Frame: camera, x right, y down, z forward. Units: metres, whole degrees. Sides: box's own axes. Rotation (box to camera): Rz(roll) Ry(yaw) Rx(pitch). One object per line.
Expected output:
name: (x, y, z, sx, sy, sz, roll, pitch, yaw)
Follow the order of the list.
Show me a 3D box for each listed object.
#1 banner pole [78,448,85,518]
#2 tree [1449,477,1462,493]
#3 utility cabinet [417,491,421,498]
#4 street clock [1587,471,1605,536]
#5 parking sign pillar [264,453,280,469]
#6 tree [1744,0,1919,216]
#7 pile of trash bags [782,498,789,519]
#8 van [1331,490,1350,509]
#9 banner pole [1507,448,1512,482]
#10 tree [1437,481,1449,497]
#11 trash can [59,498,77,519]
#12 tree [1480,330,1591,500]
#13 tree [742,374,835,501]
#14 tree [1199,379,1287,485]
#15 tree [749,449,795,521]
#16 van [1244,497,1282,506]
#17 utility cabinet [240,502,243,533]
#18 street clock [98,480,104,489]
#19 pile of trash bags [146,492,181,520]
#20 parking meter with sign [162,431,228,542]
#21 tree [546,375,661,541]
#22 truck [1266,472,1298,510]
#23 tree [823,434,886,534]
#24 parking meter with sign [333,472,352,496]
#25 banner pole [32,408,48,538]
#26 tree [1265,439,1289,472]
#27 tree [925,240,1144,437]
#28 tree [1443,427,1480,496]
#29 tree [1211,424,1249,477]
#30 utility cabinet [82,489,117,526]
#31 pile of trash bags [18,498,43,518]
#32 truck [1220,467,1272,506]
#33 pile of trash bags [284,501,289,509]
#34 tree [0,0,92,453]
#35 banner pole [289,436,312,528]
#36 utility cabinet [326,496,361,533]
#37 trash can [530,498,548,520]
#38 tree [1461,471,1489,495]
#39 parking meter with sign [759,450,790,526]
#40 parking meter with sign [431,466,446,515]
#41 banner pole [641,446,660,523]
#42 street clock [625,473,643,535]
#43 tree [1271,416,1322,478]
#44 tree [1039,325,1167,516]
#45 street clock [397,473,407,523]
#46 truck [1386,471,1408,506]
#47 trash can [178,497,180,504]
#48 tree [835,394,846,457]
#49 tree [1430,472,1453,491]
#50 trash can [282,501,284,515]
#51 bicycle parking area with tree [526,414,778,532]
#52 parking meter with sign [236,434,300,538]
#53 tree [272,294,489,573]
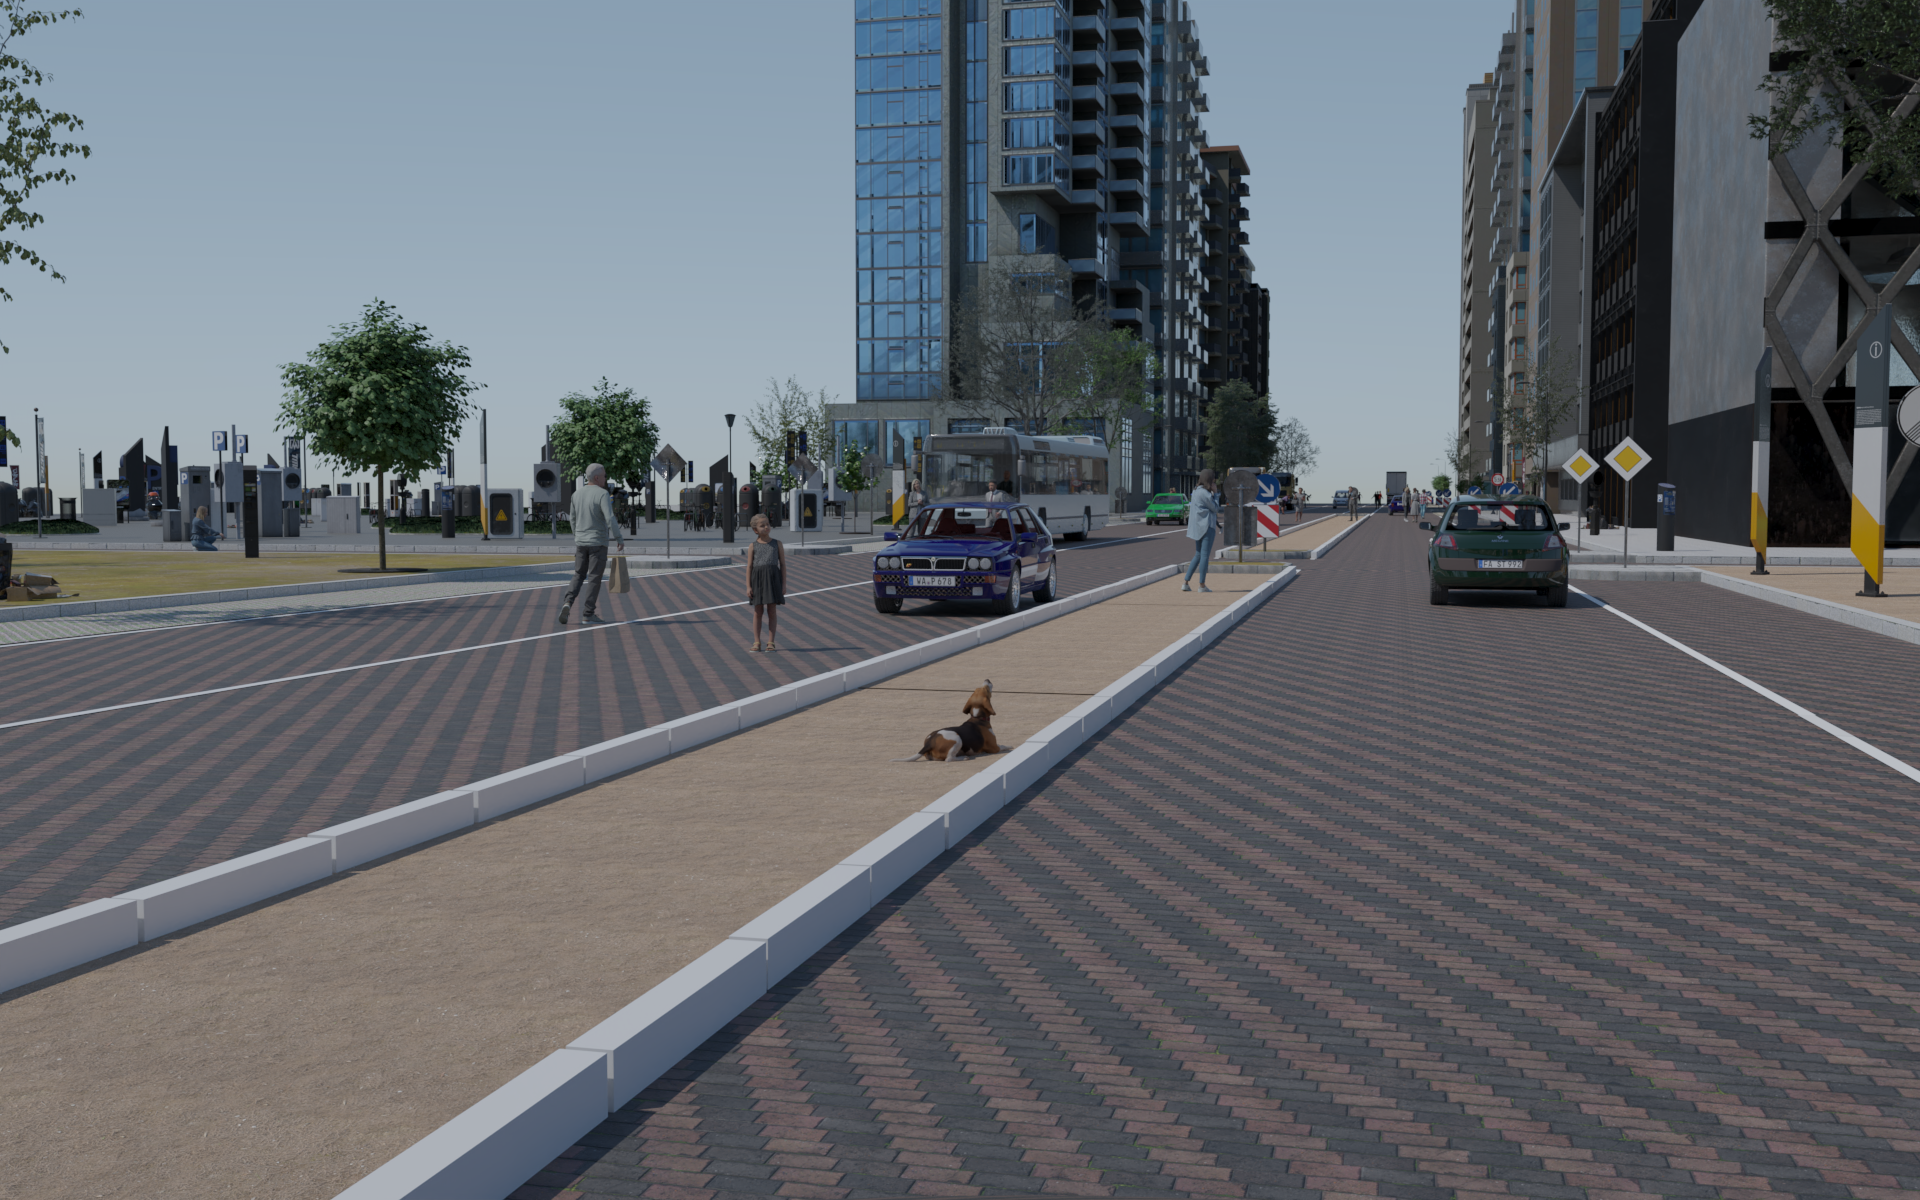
banner pole: (-47.672, -6.365, 94.077, 0.863, 3.779, 0.401, 3, 5, 44)
tree: (51.845, -11.248, 178.503, 1.663, 3.219, 1.824, 0, 3, 0)
utility cabinet: (-38.614, -7.080, 124.433, 0.318, 1.500, 1.173, -3, 5, -41)
street clock: (20.109, -3.069, 54.745, 0.471, 2.002, 0.358, -1, 4, -20)
parking sign pillar: (-45.352, -7.691, 114.216, 1.447, 3.967, 1.447, 3, 4, 38)
tree: (10.439, -4.882, 14.235, 7.601, 10.594, 8.767, -3, 5, -43)
pile of trash bags: (-8.678, -4.789, 88.055, 1.912, 1.369, 3.447, 1, 4, 22)
van: (37.545, -9.978, 170.158, 2.013, 2.044, 4.112, 1, 4, 15)
banner pole: (29.875, -6.378, 94.291, 0.401, 3.779, 0.863, 2, 4, 33)
tree: (68.205, -15.329, 245.230, 1.663, 3.219, 1.824, 0, 3, 0)
trash can: (-37.004, -3.681, 71.846, 0.748, 1.137, 0.748, 0, 3, 0)
tree: (25.805, -7.765, 77.326, 4.360, 8.622, 3.978, 0, 3, 0)
tree: (-10.846, -9.489, 105.514, 4.737, 8.622, 4.395, 0, 3, 0)
tree: (30.622, -17.231, 188.384, 9.857, 13.997, 8.962, 0, 3, 0)
tree: (-8.315, -4.890, 74.548, 1.663, 3.219, 1.824, 0, 3, 0)
van: (13.877, -4.464, 80.004, 2.013, 2.044, 4.112, 1, 4, 12)
utility cabinet: (-22.951, -2.922, 56.452, 1.173, 1.500, 0.318, 0, 4, 2)
street clock: (-45.084, -5.285, 90.982, 0.358, 2.002, 0.471, -1, 4, -20)
pile of trash bags: (-40.163, -4.755, 87.494, 3.447, 1.369, 1.912, 3, 5, 42)
parking meter with sign: (-20.867, -3.116, 47.205, 0.543, 3.016, 1.738, 2, 4, 31)
tree: (-9.809, -3.935, 48.052, 4.285, 4.588, 4.351, 0, 3, 0)
truck: (28.740, -9.783, 155.868, 3.469, 3.379, 9.791, 1, 4, 12)
tree: (-3.456, -3.726, 55.525, 1.663, 3.219, 1.824, 0, 3, 0)
parking meter with sign: (-42.295, -7.532, 119.407, 1.738, 3.016, 0.543, -1, 4, -22)
banner pole: (-26.547, -3.670, 50.018, 0.863, 3.779, 0.401, 3, 5, 45)
tree: (40.215, -16.715, 223.653, 4.737, 8.622, 4.395, 0, 3, 0)
tree: (3.584, -10.588, 83.485, 12.009, 13.543, 11.850, 0, 3, 0)
tree: (55.143, -14.684, 190.438, 4.360, 8.622, 3.978, 0, 3, 0)
tree: (28.208, -14.042, 179.941, 4.360, 8.622, 3.978, 0, 3, 0)
utility cabinet: (-34.302, -3.693, 69.057, 1.173, 1.500, 0.318, -1, 4, -13)
pile of trash bags: (-51.576, -5.123, 93.520, 1.912, 1.369, 3.447, 2, 4, 30)
truck: (21.229, -8.032, 127.254, 3.469, 3.379, 9.791, 1, 4, 14)
pile of trash bags: (-36.731, -5.110, 93.308, 3.447, 1.369, 1.912, 2, 4, 31)
tree: (-11.642, -4.211, 19.207, 4.737, 8.622, 4.395, 0, 3, 0)
banner pole: (-25.124, -4.639, 65.870, 0.863, 3.779, 0.401, 0, 4, 5)
utility cabinet: (-20.139, -2.777, 56.571, 1.020, 1.237, 0.306, 0, 4, 6)
trash can: (-15.725, -3.253, 64.835, 0.748, 1.137, 0.748, 0, 3, 0)
tree: (40.467, -8.591, 135.066, 1.663, 3.219, 1.824, 0, 3, 0)
parking meter with sign: (-7.554, -4.493, 69.725, 1.738, 3.016, 0.543, 2, 4, 28)
parking meter with sign: (-31.813, -6.689, 105.625, 0.543, 3.016, 1.738, 0, 4, -2)
banner pole: (-13.967, -5.375, 77.893, 0.863, 3.779, 0.401, -1, 4, -14)
street clock: (-10.189, -3.023, 53.992, 0.471, 2.002, 0.358, -1, 4, -8)
tree: (51.327, -21.986, 269.834, 12.009, 13.543, 11.850, 0, 3, 0)
tree: (8.578, -10.866, 103.419, 9.928, 11.665, 9.643, 0, 3, 0)
street clock: (-19.533, -3.432, 60.688, 0.358, 2.002, 0.471, -2, 4, -34)
truck: (55.223, -14.075, 219.046, 2.839, 4.237, 11.283, 1, 4, 15)
trash can: (-45.085, -5.361, 99.309, 0.748, 1.137, 0.748, 0, 3, 0)
tree: (-9.851, -10.259, 118.098, 4.737, 8.622, 4.395, 0, 3, 0)
tree: (71.149, -16.634, 255.677, 4.285, 4.588, 4.351, 0, 3, 0)
trash can: (-27.762, -3.590, 70.352, 0.748, 1.137, 0.748, 0, 3, 0)
bicycle parking area with tree: (-10.842, -4.595, 62.126, 8.231, 4.147, 9.016, 1, 4, 19)
parking meter with sign: (-20.537, -3.377, 51.470, 0.543, 3.016, 1.738, 3, 4, 37)
tree: (-9.499, -2.748, 28.642, 4.285, 4.588, 4.351, 0, 3, 0)
